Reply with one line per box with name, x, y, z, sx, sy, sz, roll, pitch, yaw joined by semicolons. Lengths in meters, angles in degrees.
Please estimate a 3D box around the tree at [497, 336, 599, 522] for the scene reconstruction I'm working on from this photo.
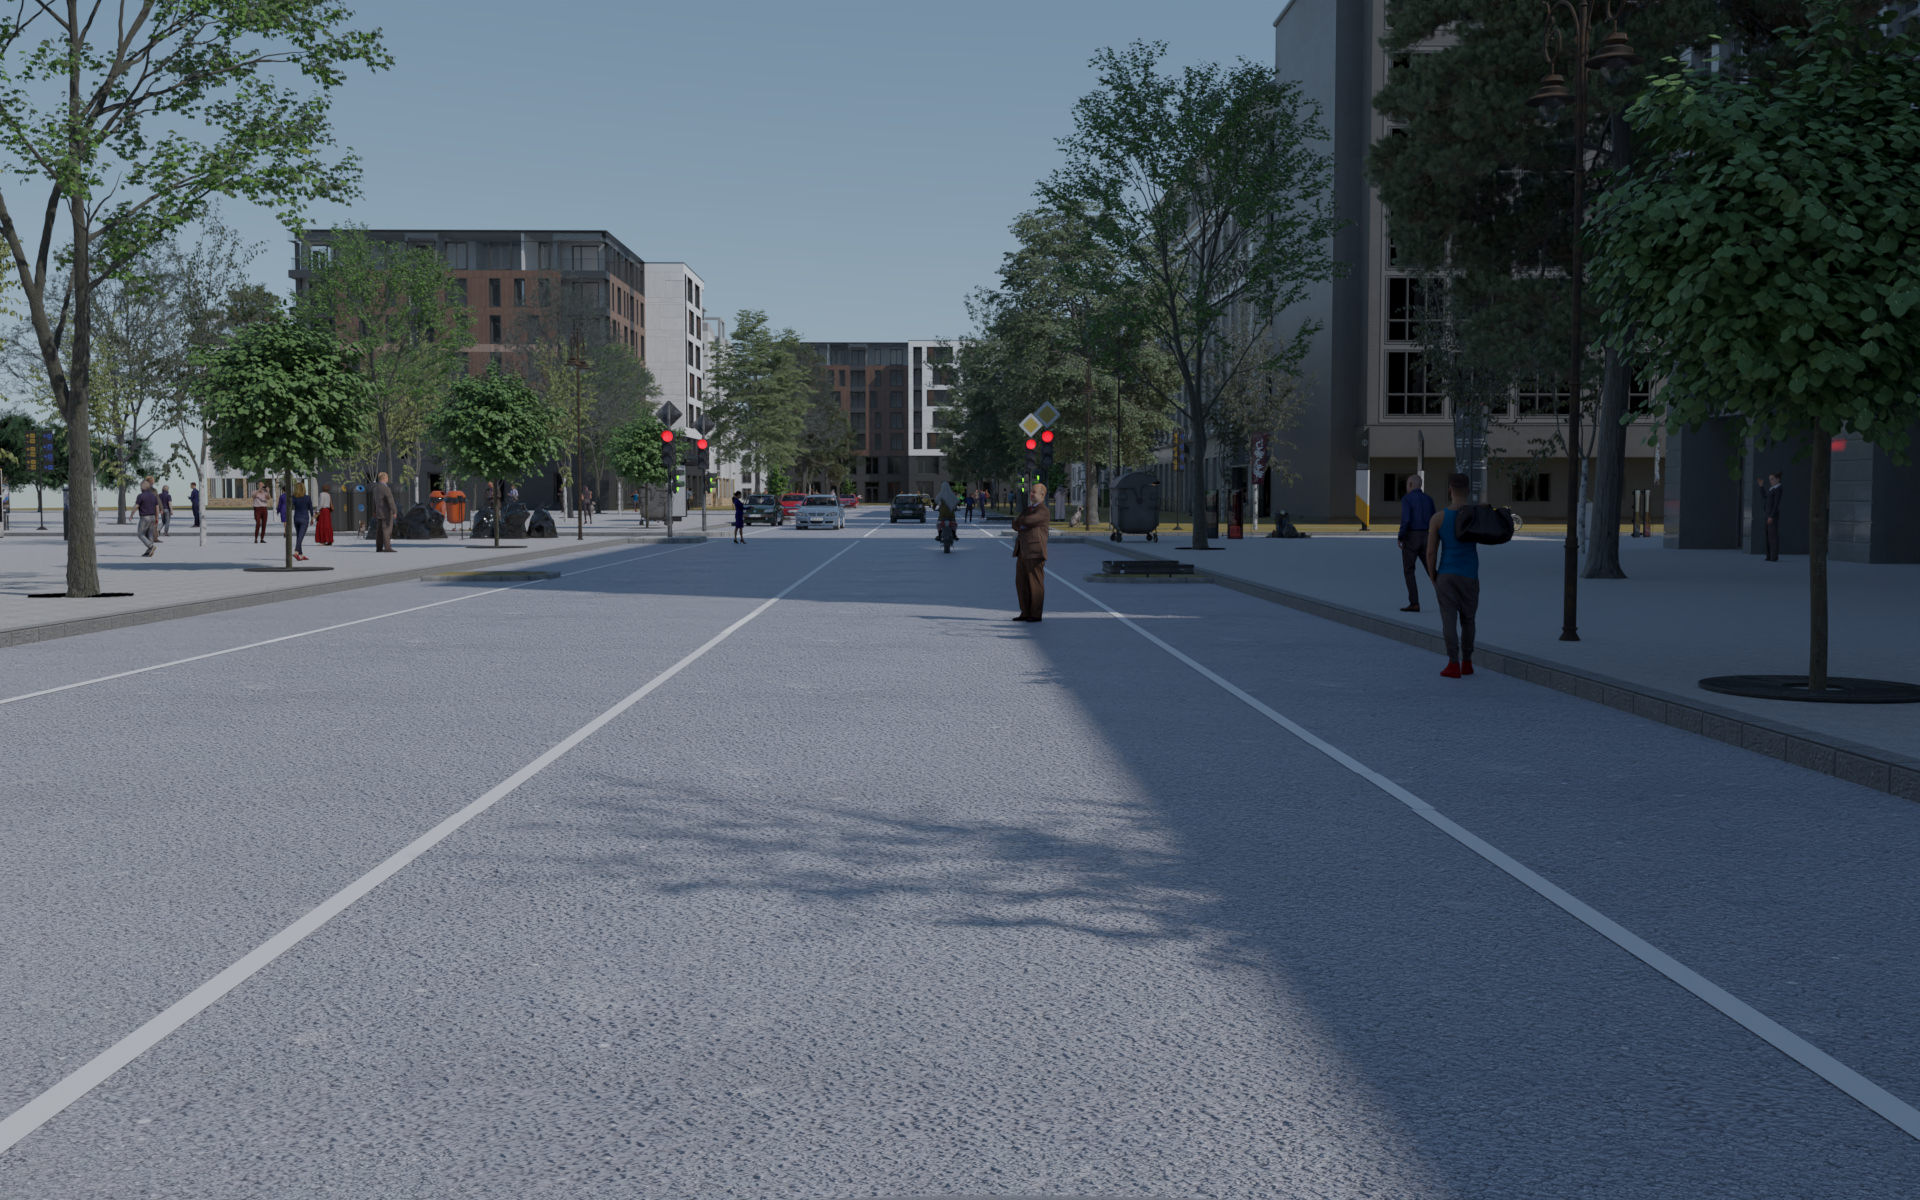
tree;-18.443;-7.914;79.754;4.737;8.622;4.395;0;3;0

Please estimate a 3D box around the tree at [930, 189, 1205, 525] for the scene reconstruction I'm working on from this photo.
tree;5.365;-10.049;70.952;9.857;13.997;8.962;0;3;0

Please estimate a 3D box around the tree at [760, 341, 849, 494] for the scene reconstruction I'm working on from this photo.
tree;-12.731;-14.183;139.309;7.806;13.903;7.818;0;3;0

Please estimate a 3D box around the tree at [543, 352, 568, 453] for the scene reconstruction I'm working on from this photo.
tree;-22.175;-8.616;66.629;9.928;11.665;9.643;0;3;0

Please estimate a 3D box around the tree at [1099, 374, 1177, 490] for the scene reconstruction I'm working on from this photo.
tree;9.798;-8.674;92.182;4.360;8.622;3.978;0;3;0

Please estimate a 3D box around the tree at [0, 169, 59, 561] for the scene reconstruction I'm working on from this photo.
tree;-17.229;-4.774;28.409;4.737;8.622;4.395;0;3;0

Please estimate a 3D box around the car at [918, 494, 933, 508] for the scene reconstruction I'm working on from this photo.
car;-3.887;-10.589;183.350;2.015;1.641;3.980;0;4;0

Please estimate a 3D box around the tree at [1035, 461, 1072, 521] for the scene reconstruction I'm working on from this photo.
tree;4.630;-5.463;83.927;1.663;3.219;1.824;0;3;0

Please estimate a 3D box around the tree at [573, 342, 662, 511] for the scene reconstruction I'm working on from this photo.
tree;-25.807;-12.922;129.406;7.486;12.596;7.792;0;3;0

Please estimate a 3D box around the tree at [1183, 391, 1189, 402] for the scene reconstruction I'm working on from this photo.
tree;12.588;-7.999;81.153;4.360;8.622;3.978;0;3;0

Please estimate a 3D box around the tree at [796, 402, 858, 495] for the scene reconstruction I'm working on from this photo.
tree;-14.961;-16.599;193.448;6.751;12.117;7.091;0;3;0

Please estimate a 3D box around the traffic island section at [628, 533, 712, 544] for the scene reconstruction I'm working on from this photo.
traffic island section;-8.637;-1.784;51.447;2.009;0.180;2.903;0;4;-1

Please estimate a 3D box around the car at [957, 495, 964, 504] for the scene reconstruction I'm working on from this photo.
car;-0.488;-11.360;194.531;1.959;1.807;4.718;0;4;1

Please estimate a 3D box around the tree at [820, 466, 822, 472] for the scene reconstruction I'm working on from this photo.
tree;-13.182;-12.344;152.184;4.360;8.622;3.978;0;3;0

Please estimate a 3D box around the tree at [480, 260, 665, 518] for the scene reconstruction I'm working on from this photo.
tree;-20.897;-11.097;91.808;12.009;13.543;11.850;0;3;0

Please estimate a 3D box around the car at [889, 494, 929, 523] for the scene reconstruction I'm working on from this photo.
car;-2.582;-4.699;86.609;2.009;1.686;4.222;0;4;0

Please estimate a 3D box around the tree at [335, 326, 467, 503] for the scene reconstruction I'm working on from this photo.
tree;-23.507;-7.559;73.959;4.737;8.622;4.395;0;3;0

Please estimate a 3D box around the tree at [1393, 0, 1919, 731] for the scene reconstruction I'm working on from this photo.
tree;5.630;-1.683;11.225;4.285;4.588;4.351;0;3;0

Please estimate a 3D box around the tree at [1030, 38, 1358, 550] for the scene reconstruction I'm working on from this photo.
tree;5.451;-6.974;39.774;9.928;11.665;9.643;0;3;0

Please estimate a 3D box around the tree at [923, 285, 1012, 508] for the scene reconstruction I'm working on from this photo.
tree;1.919;-18.593;159.885;12.611;20.169;13.585;0;3;0

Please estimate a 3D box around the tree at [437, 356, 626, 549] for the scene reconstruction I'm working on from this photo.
tree;-11.150;-3.523;41.321;4.285;4.588;4.351;0;3;0

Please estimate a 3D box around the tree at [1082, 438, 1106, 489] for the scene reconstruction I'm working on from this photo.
tree;10.429;-11.171;133.008;4.737;8.622;4.395;0;3;0

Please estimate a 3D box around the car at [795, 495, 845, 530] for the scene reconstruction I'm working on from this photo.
car;-5.667;-3.576;70.464;2.014;1.417;4.499;0;3;0

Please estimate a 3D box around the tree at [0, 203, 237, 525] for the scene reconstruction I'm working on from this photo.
tree;-35.108;-9.914;72.471;12.009;13.543;11.850;0;3;0

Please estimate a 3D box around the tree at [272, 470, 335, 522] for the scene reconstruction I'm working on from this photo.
tree;-31.784;-7.971;80.691;4.737;8.622;4.395;0;3;0

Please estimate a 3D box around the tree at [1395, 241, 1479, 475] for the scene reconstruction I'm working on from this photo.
tree;13.303;-5.803;45.244;4.360;8.622;3.978;0;3;0

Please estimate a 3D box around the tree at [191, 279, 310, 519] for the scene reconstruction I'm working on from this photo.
tree;-35.661;-10.158;88.141;6.751;12.117;7.091;0;3;0

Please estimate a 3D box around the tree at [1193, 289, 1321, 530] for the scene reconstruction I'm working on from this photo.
tree;10.618;-6.812;61.745;4.360;8.622;3.978;0;3;0

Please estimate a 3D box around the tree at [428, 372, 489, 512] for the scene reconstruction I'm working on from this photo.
tree;-35.428;-11.773;126.909;7.601;10.594;8.767;1;4;15

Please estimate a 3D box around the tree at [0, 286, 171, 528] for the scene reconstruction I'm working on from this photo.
tree;-32.457;-6.990;64.645;4.737;8.622;4.395;0;3;0

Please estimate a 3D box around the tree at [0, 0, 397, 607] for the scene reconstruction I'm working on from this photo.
tree;-11.027;-5.830;21.083;9.928;11.665;9.643;0;3;0

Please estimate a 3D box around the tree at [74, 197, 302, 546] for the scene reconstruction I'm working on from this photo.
tree;-18.813;-5.618;42.213;4.360;8.622;3.978;0;3;0

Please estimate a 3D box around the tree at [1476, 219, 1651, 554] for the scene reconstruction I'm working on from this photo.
tree;13.464;-5.317;37.297;4.360;8.622;3.978;0;3;0

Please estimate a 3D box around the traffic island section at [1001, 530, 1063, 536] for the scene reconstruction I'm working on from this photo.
traffic island section;2.444;-2.285;59.648;2.009;0.180;2.903;0;4;-1

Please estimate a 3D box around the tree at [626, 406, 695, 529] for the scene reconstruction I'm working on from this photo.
tree;-11.609;-4.948;64.616;4.285;4.588;4.351;0;3;0

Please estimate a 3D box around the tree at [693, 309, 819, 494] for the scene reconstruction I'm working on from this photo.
tree;-12.563;-11.534;106.706;7.486;12.596;7.792;0;3;0

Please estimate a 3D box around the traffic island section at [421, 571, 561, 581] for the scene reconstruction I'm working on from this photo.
traffic island section;-7.878;-0.399;29.397;1.991;0.108;1.994;0;4;-1

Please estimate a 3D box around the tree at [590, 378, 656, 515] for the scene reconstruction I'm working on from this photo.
tree;-20.679;-9.527;106.126;4.360;8.622;3.978;0;3;0

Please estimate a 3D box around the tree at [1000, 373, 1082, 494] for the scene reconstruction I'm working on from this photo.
tree;4.094;-9.207;100.890;4.737;8.622;4.395;0;3;0

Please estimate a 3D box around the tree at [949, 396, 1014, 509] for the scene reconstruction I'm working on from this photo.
tree;2.854;-12.977;146.589;8.767;10.594;7.601;1;4;21

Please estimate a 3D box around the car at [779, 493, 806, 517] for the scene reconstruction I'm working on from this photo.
car;-9.430;-5.489;98.778;2.155;1.783;4.494;0;4;-3

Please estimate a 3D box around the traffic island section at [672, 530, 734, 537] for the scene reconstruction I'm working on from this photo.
traffic island section;-8.795;-2.272;59.431;2.009;0.180;2.903;0;4;-1

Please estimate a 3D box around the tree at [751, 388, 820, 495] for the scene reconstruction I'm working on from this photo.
tree;-12.408;-10.112;115.699;4.360;8.622;3.978;0;3;0

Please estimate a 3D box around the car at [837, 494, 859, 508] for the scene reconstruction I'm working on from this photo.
car;-10.756;-9.610;166.165;2.155;1.783;4.494;0;4;-1

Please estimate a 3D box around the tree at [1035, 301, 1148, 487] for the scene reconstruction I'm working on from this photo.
tree;8.969;-12.521;112.149;7.806;13.903;7.818;0;3;0

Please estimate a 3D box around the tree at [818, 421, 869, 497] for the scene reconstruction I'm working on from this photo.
tree;-14.446;-16.440;203.201;8.767;10.594;7.601;1;4;21

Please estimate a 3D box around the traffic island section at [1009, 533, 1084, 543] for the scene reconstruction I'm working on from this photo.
traffic island section;2.602;-1.797;51.664;2.009;0.180;2.903;0;4;-1

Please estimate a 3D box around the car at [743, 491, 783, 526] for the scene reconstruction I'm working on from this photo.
car;-9.008;-4.185;78.207;2.009;1.686;4.222;0;4;1

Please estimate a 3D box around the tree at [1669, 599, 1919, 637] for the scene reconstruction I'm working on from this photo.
tree;12.480;-6.666;16.412;7.806;13.903;7.818;0;3;0

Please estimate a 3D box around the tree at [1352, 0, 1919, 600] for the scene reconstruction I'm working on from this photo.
tree;9.989;-7.242;25.836;7.806;13.903;7.818;0;3;0

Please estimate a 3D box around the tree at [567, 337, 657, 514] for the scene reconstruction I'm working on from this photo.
tree;-23.758;-11.499;113.765;9.928;11.665;9.643;0;3;0

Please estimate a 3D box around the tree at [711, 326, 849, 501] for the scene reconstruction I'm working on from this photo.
tree;-13.108;-13.196;126.124;12.009;13.543;11.850;0;3;0

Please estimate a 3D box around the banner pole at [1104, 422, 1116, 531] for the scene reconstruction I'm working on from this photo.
banner pole;5.283;-4.333;60.863;0.401;3.779;0.863;0;4;4

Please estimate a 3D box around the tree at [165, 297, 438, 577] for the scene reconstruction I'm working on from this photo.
tree;-11.377;-2.770;29.002;4.285;4.588;4.351;0;3;0
